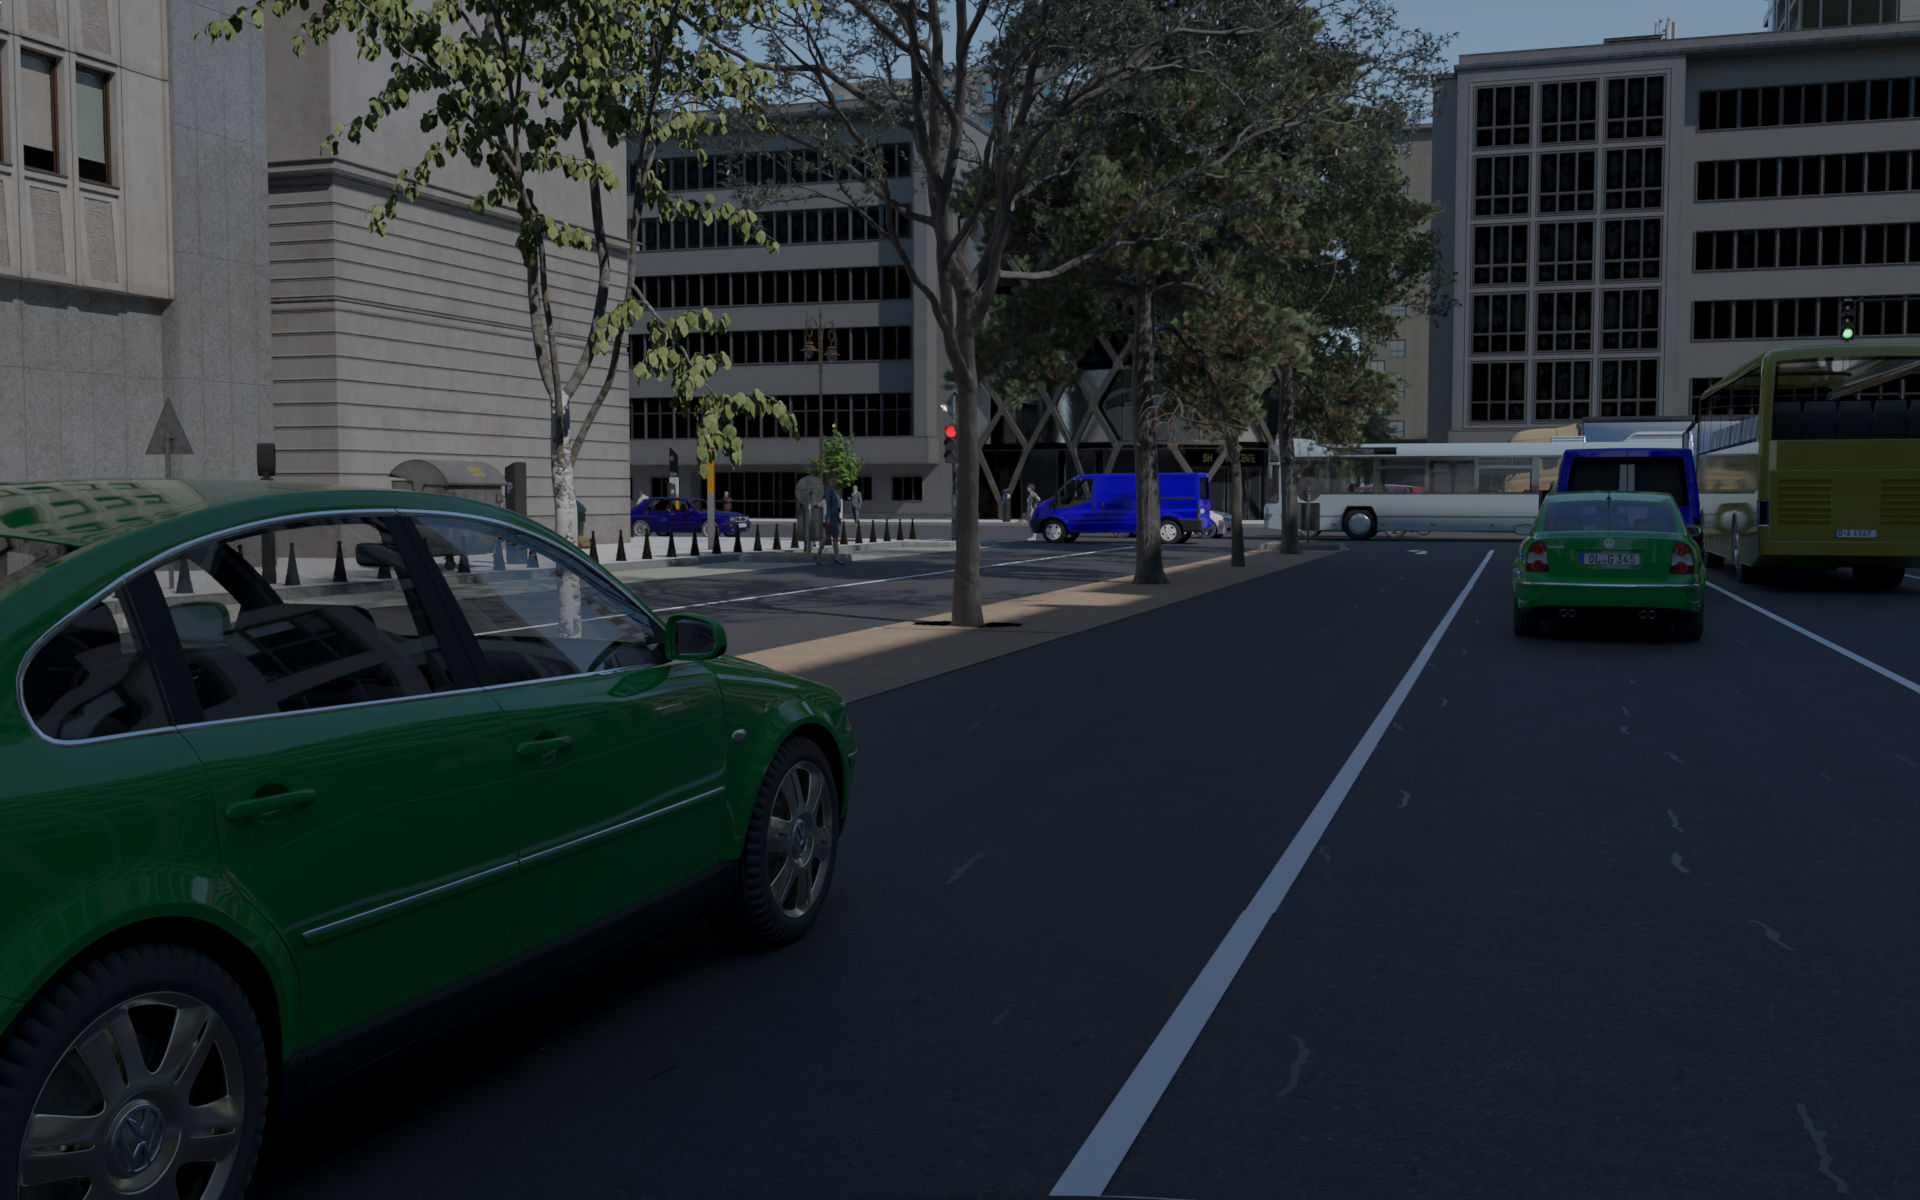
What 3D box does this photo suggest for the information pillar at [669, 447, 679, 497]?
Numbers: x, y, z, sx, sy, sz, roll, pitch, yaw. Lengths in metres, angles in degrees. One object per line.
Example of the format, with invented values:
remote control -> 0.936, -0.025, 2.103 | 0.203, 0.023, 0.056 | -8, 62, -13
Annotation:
information pillar -> -14.265, -5.807, 86.304 | 0.504, 3.616, 0.183 | 2, 4, 23

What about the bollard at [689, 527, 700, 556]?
bollard -> -5.522, -1.224, 36.054 | 0.229, 0.601, 0.229 | 0, 3, 0

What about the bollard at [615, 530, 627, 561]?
bollard -> -6.485, -1.045, 33.123 | 0.229, 0.601, 0.229 | 0, 3, 0

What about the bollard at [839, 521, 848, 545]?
bollard -> -2.947, -1.704, 43.897 | 0.229, 0.601, 0.229 | 0, 3, 0

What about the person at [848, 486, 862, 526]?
person -> -4.714, -4.200, 77.352 | 0.661, 1.801, 0.590 | 3, 4, 38

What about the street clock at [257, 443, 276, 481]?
street clock -> -9.845, -1.227, 24.630 | 0.358, 2.002, 0.471 | -1, 4, -18

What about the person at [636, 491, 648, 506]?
person -> -12.229, -3.423, 66.671 | 0.590, 1.554, 0.614 | 3, 5, 42

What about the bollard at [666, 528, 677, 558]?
bollard -> -5.844, -1.164, 35.077 | 0.229, 0.601, 0.229 | 0, 3, 0

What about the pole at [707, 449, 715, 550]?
pole -> -5.715, -2.805, 39.699 | 0.158, 3.312, 0.155 | 0, 3, 0

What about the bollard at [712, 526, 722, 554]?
bollard -> -5.205, -1.284, 37.031 | 0.229, 0.601, 0.229 | 0, 3, 0

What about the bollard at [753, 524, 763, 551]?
bollard -> -4.557, -1.404, 38.997 | 0.229, 0.601, 0.229 | 0, 3, 0

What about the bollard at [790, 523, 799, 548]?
bollard -> -3.909, -1.525, 40.968 | 0.229, 0.601, 0.229 | 0, 3, 0

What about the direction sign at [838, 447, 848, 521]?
direction sign -> -5.857, -5.619, 83.865 | 0.876, 3.537, 0.379 | -1, 4, -20

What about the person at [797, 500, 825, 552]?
person -> -3.298, -1.837, 38.710 | 0.661, 1.801, 0.590 | 2, 4, 34

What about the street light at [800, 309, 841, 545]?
street light -> -3.495, -4.327, 43.532 | 0.468, 5.910, 1.993 | 1, 4, 18

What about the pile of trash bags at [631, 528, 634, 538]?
pile of trash bags -> -11.226, -2.508, 50.764 | 3.447, 1.369, 1.912 | 1, 4, 21

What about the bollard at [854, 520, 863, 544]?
bollard -> -2.625, -1.764, 44.876 | 0.229, 0.601, 0.229 | 0, 3, 0

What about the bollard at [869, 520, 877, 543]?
bollard -> -2.305, -1.823, 45.852 | 0.229, 0.601, 0.229 | 0, 3, 0

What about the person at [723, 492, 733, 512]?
person -> -10.582, -4.169, 78.934 | 0.388, 1.546, 0.482 | 3, 4, 39

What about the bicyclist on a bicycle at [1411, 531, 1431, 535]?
bicyclist on a bicycle -> 15.573, -3.060, 60.055 | 1.625, 1.676, 1.499 | 1, 4, 17

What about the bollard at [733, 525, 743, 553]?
bollard -> -4.879, -1.344, 38.016 | 0.229, 0.601, 0.229 | 0, 3, 0

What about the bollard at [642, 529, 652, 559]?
bollard -> -6.165, -1.105, 34.102 | 0.229, 0.601, 0.229 | 0, 3, 0

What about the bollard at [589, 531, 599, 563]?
bollard -> -6.804, -0.984, 32.135 | 0.229, 0.601, 0.229 | 0, 3, 0

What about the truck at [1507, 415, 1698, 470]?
truck -> 25.121, -4.552, 63.340 | 11.283, 4.237, 2.839 | 1, 4, 20

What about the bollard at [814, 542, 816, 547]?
bollard -> -3.586, -1.584, 41.943 | 0.229, 0.601, 0.229 | 0, 3, 0

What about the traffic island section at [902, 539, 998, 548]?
traffic island section -> -0.185, -1.547, 47.573 | 2.009, 0.180, 2.903 | 1, 4, 18

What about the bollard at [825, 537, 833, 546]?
bollard -> -3.265, -1.644, 42.918 | 0.229, 0.601, 0.229 | 0, 3, 0

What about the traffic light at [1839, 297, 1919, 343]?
traffic light -> 22.747, -3.984, 39.805 | 4.771, 5.953, 1.251 | 1, 4, 18

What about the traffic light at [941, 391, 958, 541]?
traffic light -> -0.150, -3.578, 47.426 | 0.839, 4.253, 0.868 | 1, 4, 18

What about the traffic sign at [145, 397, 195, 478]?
traffic sign -> -10.663, -1.428, 23.352 | 0.884, 2.594, 0.081 | 2, 4, 24

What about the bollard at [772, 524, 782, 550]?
bollard -> -4.229, -1.464, 39.976 | 0.229, 0.601, 0.229 | 0, 3, 0

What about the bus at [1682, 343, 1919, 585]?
bus -> 14.607, -2.365, 30.220 | 2.896, 3.916, 12.252 | 1, 4, 19

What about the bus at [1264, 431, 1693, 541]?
bus -> 15.305, -3.581, 53.404 | 13.247, 3.499, 2.948 | 1, 4, 17

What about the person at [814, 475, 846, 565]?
person -> -2.616, -1.615, 34.936 | 0.654, 1.822, 0.581 | 2, 4, 33

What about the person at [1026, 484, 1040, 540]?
person -> 2.249, -2.712, 53.560 | 0.376, 1.734, 0.841 | 0, 4, -5
